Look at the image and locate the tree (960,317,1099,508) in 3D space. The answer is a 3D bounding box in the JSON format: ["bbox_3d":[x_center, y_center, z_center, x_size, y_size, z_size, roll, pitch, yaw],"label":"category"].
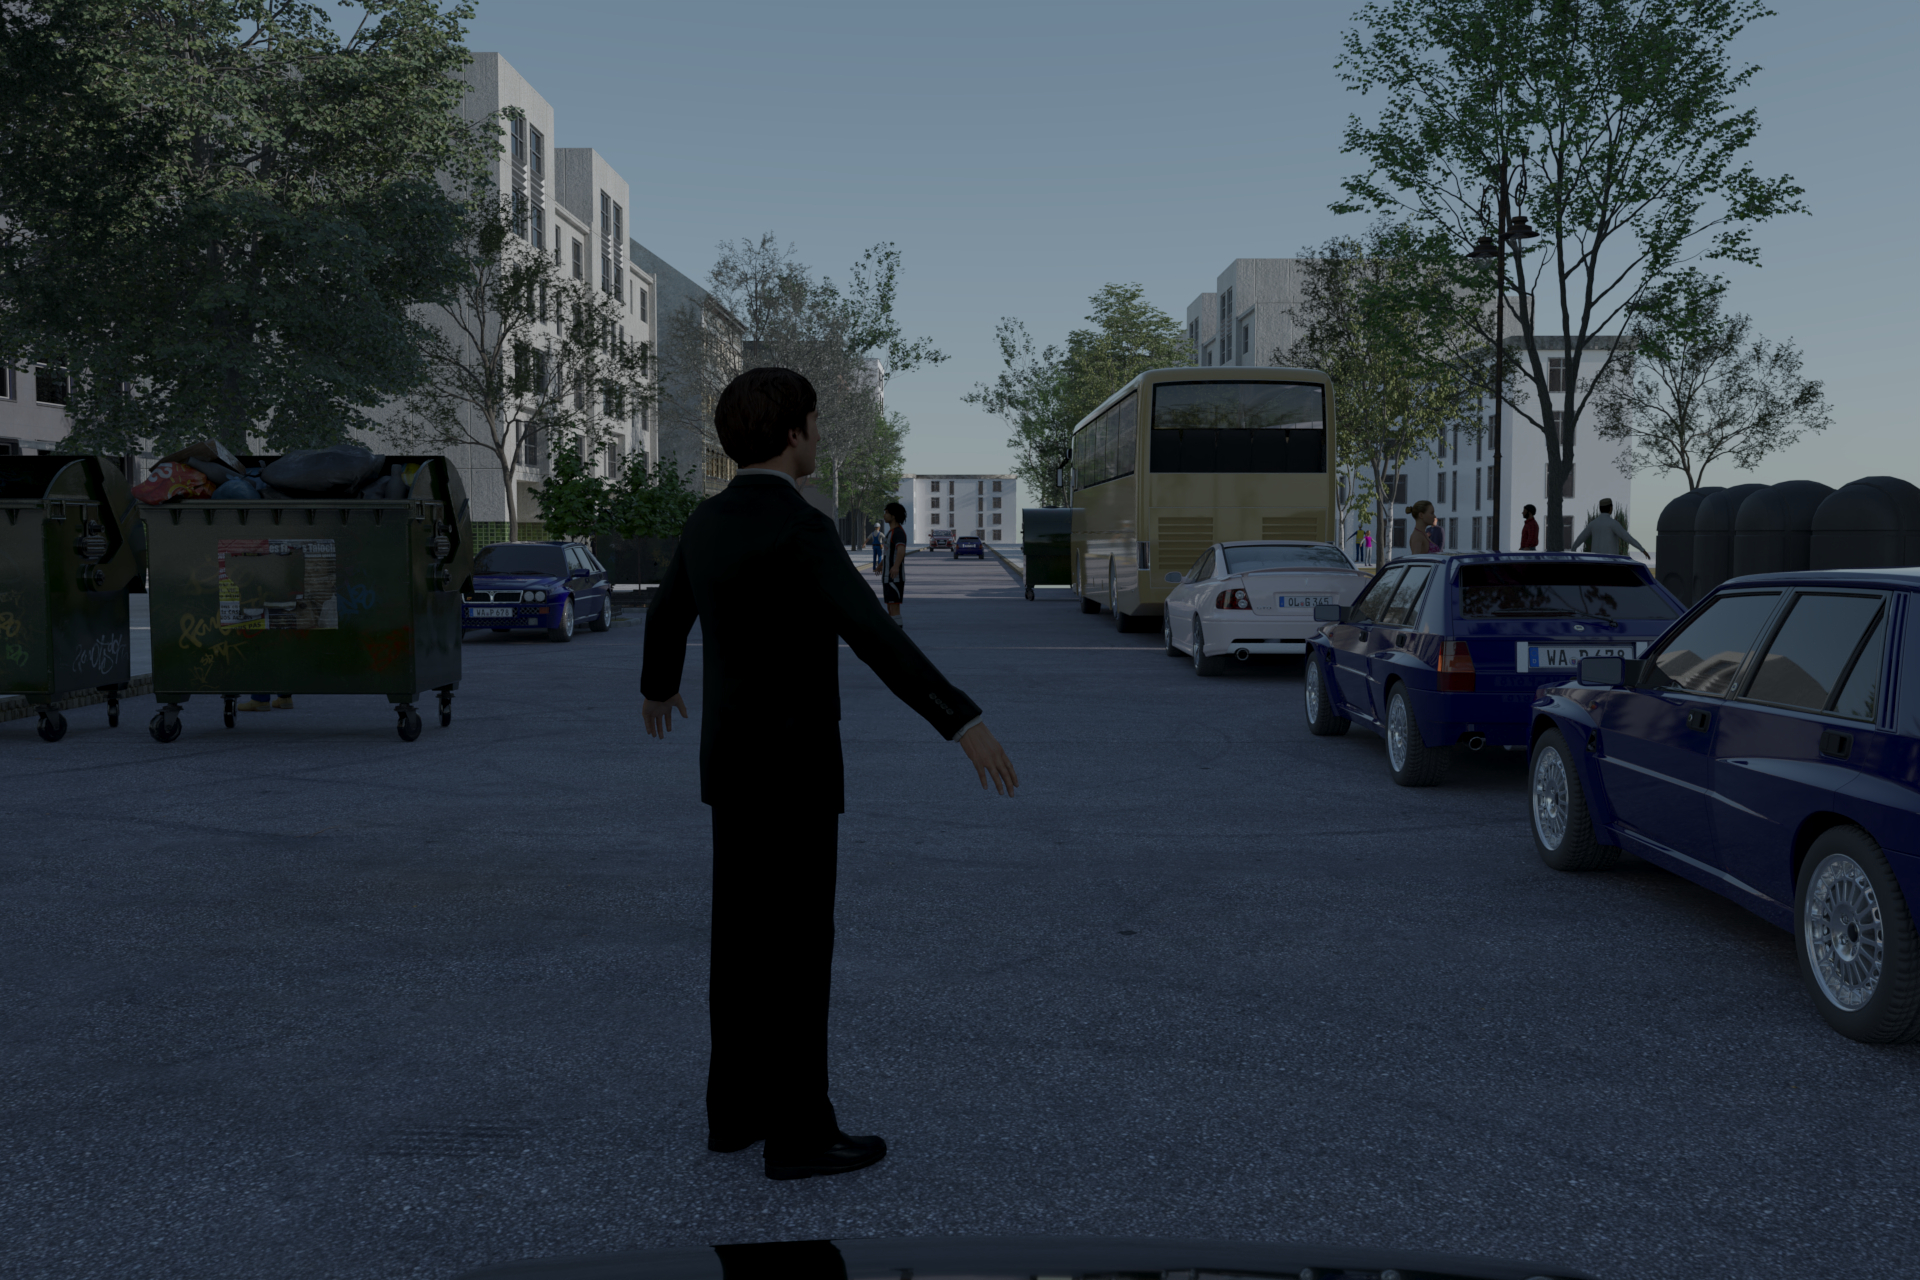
[{"bbox_3d":[5.932,-18.149,152.624,12.611,20.169,13.585,0,3,0],"label":"tree"}]

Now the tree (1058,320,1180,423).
[{"bbox_3d":[5.613,-6.739,60.541,4.737,8.622,4.395,0,3,0],"label":"tree"}]

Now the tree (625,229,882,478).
[{"bbox_3d":[-8.367,-9.785,70.355,12.009,13.543,11.850,0,3,0],"label":"tree"}]

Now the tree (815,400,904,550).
[{"bbox_3d":[-8.589,-13.585,140.234,7.486,12.596,7.792,0,3,0],"label":"tree"}]

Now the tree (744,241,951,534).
[{"bbox_3d":[-6.625,-15.606,111.055,12.611,20.169,13.585,0,3,0],"label":"tree"}]

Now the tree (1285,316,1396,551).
[{"bbox_3d":[12.617,-6.556,57.561,4.737,8.622,4.395,0,3,0],"label":"tree"}]

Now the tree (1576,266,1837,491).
[{"bbox_3d":[25.441,-7.650,59.484,8.767,10.594,7.601,2,4,25],"label":"tree"}]

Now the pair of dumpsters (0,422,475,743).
[{"bbox_3d":[-5.835,-0.449,12.292,4.436,2.255,1.574,0,4,0],"label":"pair of dumpsters"}]

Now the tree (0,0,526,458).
[{"bbox_3d":[-12.216,-7.481,28.963,9.857,13.997,8.962,0,3,0],"label":"tree"}]

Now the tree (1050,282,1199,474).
[{"bbox_3d":[7.655,-9.811,78.538,7.486,12.596,7.792,0,3,0],"label":"tree"}]

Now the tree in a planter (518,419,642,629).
[{"bbox_3d":[-6.081,-1.829,27.128,1.991,3.239,1.994,0,4,0],"label":"tree in a planter"}]

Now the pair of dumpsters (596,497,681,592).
[{"bbox_3d":[-5.758,-2.028,38.103,4.436,2.255,1.574,0,3,0],"label":"pair of dumpsters"}]

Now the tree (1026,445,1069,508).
[{"bbox_3d":[7.636,-11.593,139.910,4.737,8.622,4.395,0,3,0],"label":"tree"}]

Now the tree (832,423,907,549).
[{"bbox_3d":[-8.312,-13.843,152.089,9.928,11.665,9.643,0,3,0],"label":"tree"}]

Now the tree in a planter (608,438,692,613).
[{"bbox_3d":[-6.011,-2.150,32.378,1.991,3.239,1.994,0,3,0],"label":"tree in a planter"}]

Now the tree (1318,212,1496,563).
[{"bbox_3d":[10.285,-5.530,40.785,4.737,8.622,4.395,0,3,0],"label":"tree"}]

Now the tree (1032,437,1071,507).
[{"bbox_3d":[6.471,-10.383,120.128,4.360,8.622,3.978,0,3,0],"label":"tree"}]

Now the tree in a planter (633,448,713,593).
[{"bbox_3d":[-6.024,-2.389,36.278,1.991,3.239,1.994,0,3,0],"label":"tree in a planter"}]

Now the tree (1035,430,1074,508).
[{"bbox_3d":[6.935,-9.889,112.050,4.360,8.622,3.978,0,3,0],"label":"tree"}]

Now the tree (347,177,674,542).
[{"bbox_3d":[-11.478,-6.717,44.228,8.767,10.594,7.601,-2,4,-32],"label":"tree"}]

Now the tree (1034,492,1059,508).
[{"bbox_3d":[12.965,-17.776,241.003,4.360,8.622,3.978,0,3,0],"label":"tree"}]

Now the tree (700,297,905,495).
[{"bbox_3d":[-8.481,-11.001,90.239,12.009,13.543,11.850,0,3,0],"label":"tree"}]

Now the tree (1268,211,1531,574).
[{"bbox_3d":[12.136,-7.015,49.107,8.767,10.594,7.601,2,4,33],"label":"tree"}]

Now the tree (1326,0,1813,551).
[{"bbox_3d":[9.921,-6.287,28.542,9.928,11.665,9.643,0,3,0],"label":"tree"}]

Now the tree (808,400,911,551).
[{"bbox_3d":[-7.818,-12.458,129.451,9.928,11.665,9.643,0,3,0],"label":"tree"}]

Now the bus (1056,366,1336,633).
[{"bbox_3d":[3.417,-2.226,27.947,2.896,3.916,12.252,0,4,-1],"label":"bus"}]

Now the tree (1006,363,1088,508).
[{"bbox_3d":[6.643,-10.943,104.677,9.928,11.665,9.643,0,3,0],"label":"tree"}]

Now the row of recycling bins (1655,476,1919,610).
[{"bbox_3d":[6.489,-0.404,13.713,1.069,1.692,3.534,0,3,0],"label":"row of recycling bins"}]

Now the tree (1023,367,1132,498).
[{"bbox_3d":[7.548,-9.773,94.208,8.767,10.594,7.601,-1,4,-18],"label":"tree"}]

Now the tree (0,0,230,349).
[{"bbox_3d":[-12.210,-5.143,18.500,7.601,10.594,8.767,3,5,42],"label":"tree"}]
